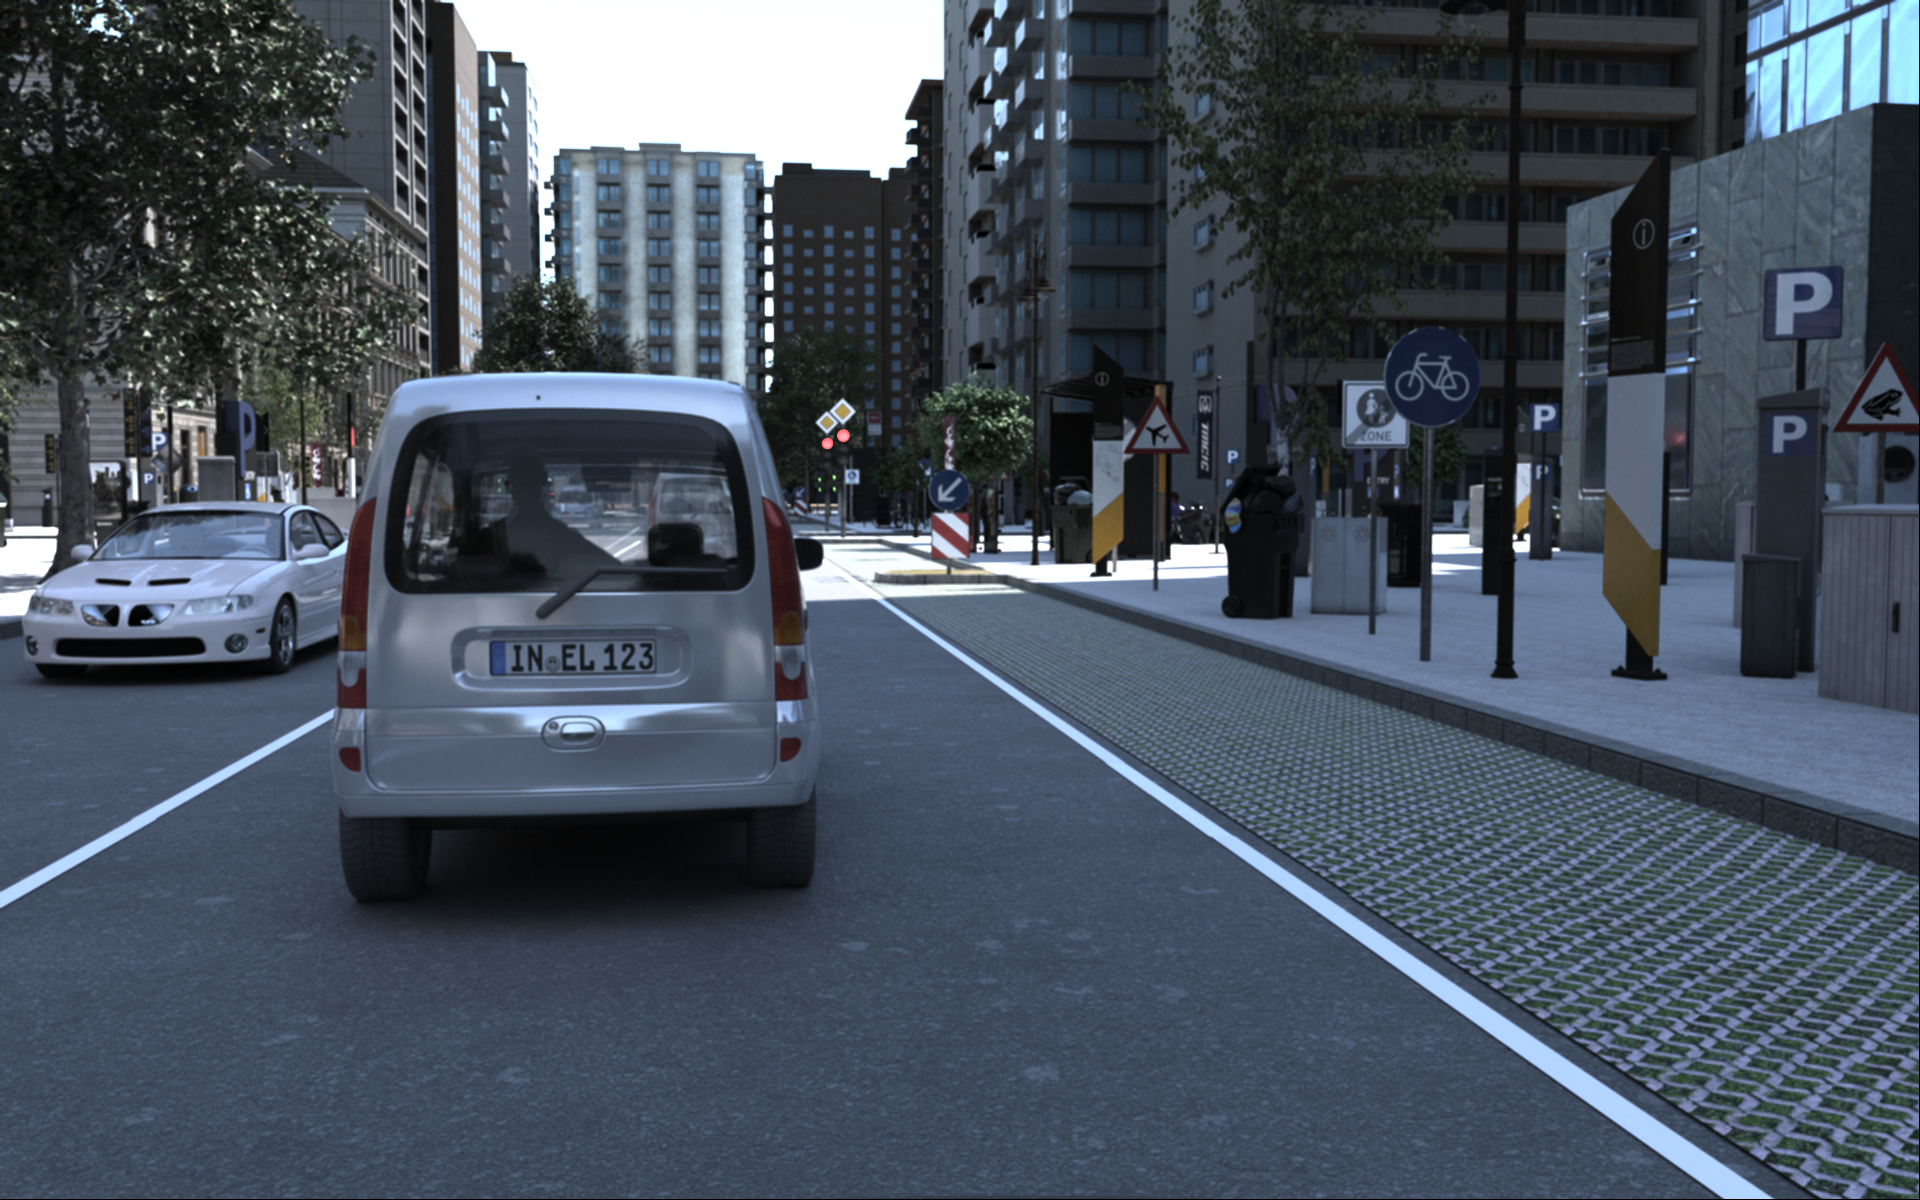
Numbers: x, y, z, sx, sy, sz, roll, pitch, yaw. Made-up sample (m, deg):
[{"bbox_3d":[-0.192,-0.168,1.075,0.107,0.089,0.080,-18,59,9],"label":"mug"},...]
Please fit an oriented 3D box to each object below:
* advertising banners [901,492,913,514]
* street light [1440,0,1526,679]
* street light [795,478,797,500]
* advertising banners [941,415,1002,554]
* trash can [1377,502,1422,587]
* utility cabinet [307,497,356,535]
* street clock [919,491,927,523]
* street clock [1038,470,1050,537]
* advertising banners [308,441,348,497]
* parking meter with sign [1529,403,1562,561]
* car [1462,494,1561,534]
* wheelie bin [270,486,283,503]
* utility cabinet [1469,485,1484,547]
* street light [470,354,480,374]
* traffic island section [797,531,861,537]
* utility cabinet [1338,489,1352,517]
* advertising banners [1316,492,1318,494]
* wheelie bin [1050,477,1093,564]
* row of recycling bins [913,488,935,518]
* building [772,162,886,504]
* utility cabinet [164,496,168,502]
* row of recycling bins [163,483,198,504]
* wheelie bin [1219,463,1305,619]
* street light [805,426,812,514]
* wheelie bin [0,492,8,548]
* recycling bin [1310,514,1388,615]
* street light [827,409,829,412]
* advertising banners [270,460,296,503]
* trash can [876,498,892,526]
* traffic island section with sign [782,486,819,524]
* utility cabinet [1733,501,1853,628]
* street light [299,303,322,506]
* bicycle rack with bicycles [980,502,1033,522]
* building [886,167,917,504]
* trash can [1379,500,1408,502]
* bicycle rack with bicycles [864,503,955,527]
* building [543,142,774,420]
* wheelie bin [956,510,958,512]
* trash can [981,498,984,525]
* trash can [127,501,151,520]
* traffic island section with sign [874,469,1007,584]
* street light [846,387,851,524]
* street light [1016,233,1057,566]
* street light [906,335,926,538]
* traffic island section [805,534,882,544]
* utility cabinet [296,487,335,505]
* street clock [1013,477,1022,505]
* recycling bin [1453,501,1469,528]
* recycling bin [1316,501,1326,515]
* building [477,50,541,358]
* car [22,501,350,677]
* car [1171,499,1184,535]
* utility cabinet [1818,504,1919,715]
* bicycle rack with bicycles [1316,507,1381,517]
[{"bbox_3d":[-3.599,-7.097,112.223,2.074,3.025,0.090,3,4,37],"label":"advertising banners"},{"bbox_3d":[3.810,-2.395,11.943,0.468,5.910,1.993,0,4,-8],"label":"street light"},{"bbox_3d":[-12.607,-9.798,132.993,0.468,5.910,1.993,0,4,-8],"label":"street light"},{"bbox_3d":[0.222,-2.544,37.776,0.090,3.025,2.074,-3,4,-37],"label":"advertising banners"},{"bbox_3d":[6.150,-0.754,23.985,0.748,1.137,0.748,0,3,0],"label":"trash can"},{"bbox_3d":[-13.526,-1.594,37.224,1.020,1.237,0.306,-2,4,-34],"label":"utility cabinet"},{"bbox_3d":[-1.633,-4.450,77.323,0.358,2.002,0.471,0,4,-5],"label":"street clock"},{"bbox_3d":[2.438,-2.894,51.888,0.471,2.002,0.358,2,4,27],"label":"street clock"},{"bbox_3d":[-21.023,-3.809,58.471,0.090,3.025,2.074,3,4,38],"label":"advertising banners"},{"bbox_3d":[11.482,-2.315,34.106,0.543,3.016,1.738,1,4,19],"label":"parking meter with sign"},{"bbox_3d":[19.466,-2.854,58.454,4.920,1.459,2.131,0,4,-8],"label":"car"},{"bbox_3d":[-26.391,-3.589,66.581,0.693,1.594,0.980,-2,4,-31],"label":"wheelie bin"},{"bbox_3d":[12.652,-2.024,41.774,0.318,1.500,1.173,0,4,-7],"label":"utility cabinet"},{"bbox_3d":[-15.994,-5.169,57.297,0.468,5.910,1.993,0,4,-8],"label":"street light"},{"bbox_3d":[-4.472,-2.229,58.729,2.009,0.180,2.903,0,4,-8],"label":"traffic island section"},{"bbox_3d":[16.175,-3.911,72.624,0.318,1.500,1.173,2,4,26],"label":"utility cabinet"},{"bbox_3d":[13.861,-4.643,72.105,2.074,3.025,0.090,2,4,26],"label":"advertising banners"},{"bbox_3d":[2.110,-1.471,31.963,0.980,1.594,0.693,3,5,45],"label":"wheelie bin"},{"bbox_3d":[-1.965,-5.263,93.162,1.069,1.692,3.534,0,4,6],"label":"row of recycling bins"},{"bbox_3d":[-18.321,-35.903,237.128,14.200,45.320,14.600,0,4,-8],"label":"building"},{"bbox_3d":[-27.513,-2.956,59.495,0.306,1.237,1.020,1,4,19],"label":"utility cabinet"},{"bbox_3d":[-29.340,-3.664,67.013,3.534,1.692,1.069,-3,5,-39],"label":"row of recycling bins"},{"bbox_3d":[3.163,-0.618,18.017,0.693,1.594,0.980,3,5,40],"label":"wheelie bin"},{"bbox_3d":[-9.925,-8.643,114.103,0.468,5.910,1.993,0,4,-8],"label":"street light"},{"bbox_3d":[-23.022,-2.021,40.955,0.693,1.594,0.980,0,4,-2],"label":"wheelie bin"},{"bbox_3d":[4.208,-0.377,18.717,0.722,1.027,0.722,1,4,21],"label":"recycling bin"},{"bbox_3d":[-7.214,-7.445,94.511,0.468,5.910,1.993,0,4,-8],"label":"street light"},{"bbox_3d":[-33.073,-5.444,85.199,2.074,3.025,0.090,-1,4,-22],"label":"advertising banners"},{"bbox_3d":[-3.101,-3.599,70.501,0.748,1.137,0.748,0,3,0],"label":"trash can"},{"bbox_3d":[-7.854,-4.592,83.712,1.989,1.847,2.006,0,4,-8],"label":"traffic island section with sign"},{"bbox_3d":[7.960,-0.331,16.577,1.020,1.237,0.306,0,4,-6],"label":"utility cabinet"},{"bbox_3d":[-12.616,-3.696,33.219,0.468,5.910,1.993,0,4,-8],"label":"street light"},{"bbox_3d":[2.078,-3.980,78.455,2.852,0.926,2.925,3,5,39],"label":"bicycle rack with bicycles"},{"bbox_3d":[-4.178,-36.117,240.618,14.200,45.320,14.600,0,4,-8],"label":"building"},{"bbox_3d":[10.891,-1.950,43.541,0.748,1.137,0.748,0,3,0],"label":"trash can"},{"bbox_3d":[-2.273,-3.308,67.467,2.852,0.926,2.925,3,5,44],"label":"bicycle rack with bicycles"},{"bbox_3d":[-41.060,-37.857,238.564,30.456,49.044,23.786,0,4,-8],"label":"building"},{"bbox_3d":[-0.011,-5.035,90.233,0.693,1.594,0.980,-1,4,-23],"label":"wheelie bin"},{"bbox_3d":[1.198,-3.539,69.514,0.748,1.137,0.748,0,3,0],"label":"trash can"},{"bbox_3d":[-17.060,-1.470,35.683,0.748,1.137,0.748,0,3,0],"label":"trash can"},{"bbox_3d":[-0.371,-1.200,28.242,1.989,1.847,2.006,0,4,-8],"label":"traffic island section with sign"},{"bbox_3d":[-4.830,-6.245,74.898,0.468,5.910,1.993,0,4,-8],"label":"street light"},{"bbox_3d":[1.349,-3.554,30.890,0.468,5.910,1.993,0,4,-8],"label":"street light"},{"bbox_3d":[-1.288,-4.749,50.431,0.468,5.910,1.993,0,4,-8],"label":"street light"},{"bbox_3d":[-3.405,-1.745,50.815,2.009,0.180,2.903,0,4,-8],"label":"traffic island section"},{"bbox_3d":[-21.045,-2.931,56.608,1.173,1.500,0.318,-2,4,-30],"label":"utility cabinet"},{"bbox_3d":[2.467,-4.256,74.157,0.358,2.002,0.471,2,4,25],"label":"street clock"},{"bbox_3d":[19.232,-3.269,66.002,0.722,1.027,0.722,2,4,26],"label":"recycling bin"},{"bbox_3d":[13.457,-3.250,65.698,0.722,1.027,0.722,0,4,1],"label":"recycling bin"},{"bbox_3d":[-70.936,-42.237,232.568,28.212,58.520,21.231,0,4,-8],"label":"building"},{"bbox_3d":[-6.454,-0.170,15.147,2.083,1.381,4.827,0,4,-7],"label":"car"},{"bbox_3d":[5.334,-2.620,55.423,3.894,1.354,1.945,-1,4,-8],"label":"car"},{"bbox_3d":[5.639,0.043,10.455,0.306,1.237,1.020,-1,4,-9],"label":"utility cabinet"},{"bbox_3d":[10.807,-2.095,47.641,2.852,0.926,2.925,2,4,30],"label":"bicycle rack with bicycles"}]
